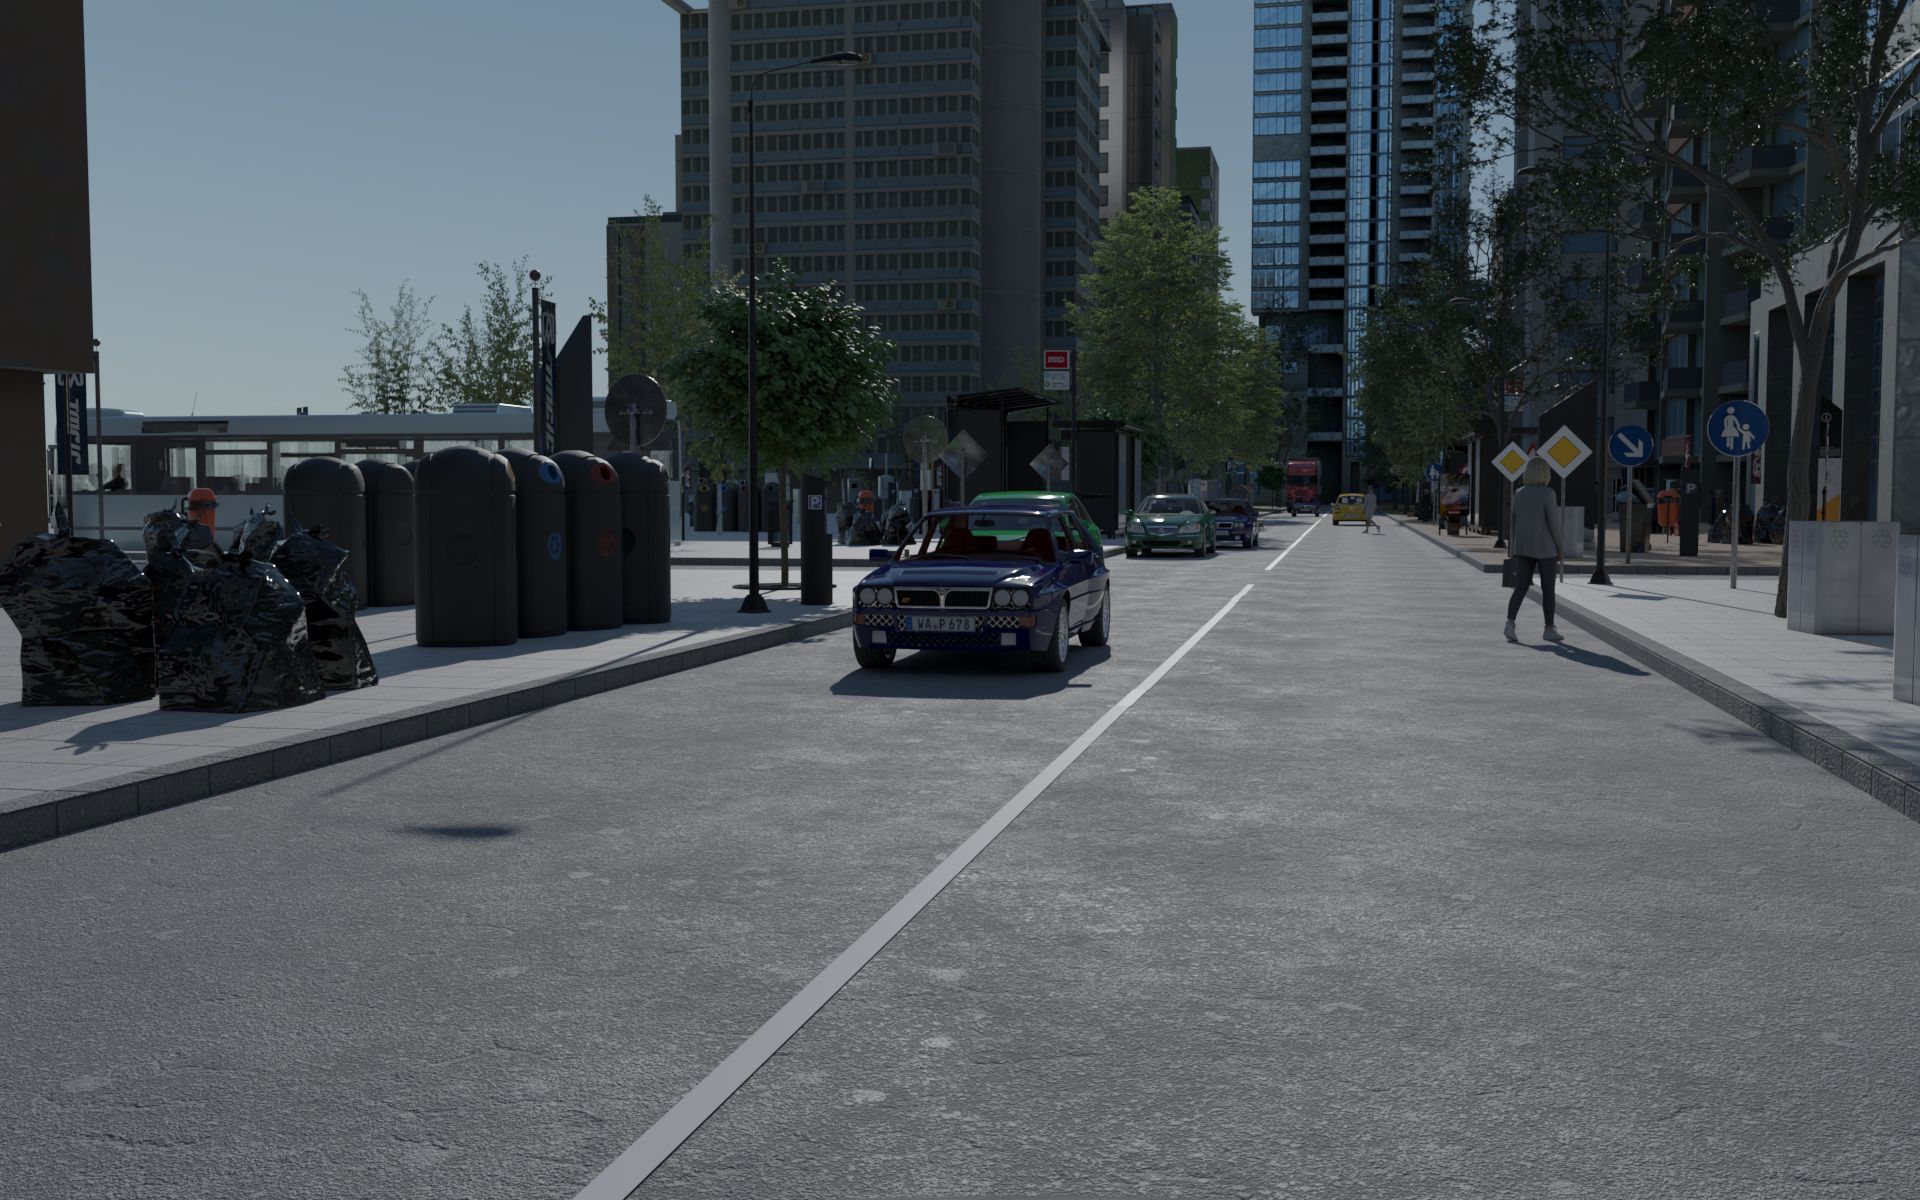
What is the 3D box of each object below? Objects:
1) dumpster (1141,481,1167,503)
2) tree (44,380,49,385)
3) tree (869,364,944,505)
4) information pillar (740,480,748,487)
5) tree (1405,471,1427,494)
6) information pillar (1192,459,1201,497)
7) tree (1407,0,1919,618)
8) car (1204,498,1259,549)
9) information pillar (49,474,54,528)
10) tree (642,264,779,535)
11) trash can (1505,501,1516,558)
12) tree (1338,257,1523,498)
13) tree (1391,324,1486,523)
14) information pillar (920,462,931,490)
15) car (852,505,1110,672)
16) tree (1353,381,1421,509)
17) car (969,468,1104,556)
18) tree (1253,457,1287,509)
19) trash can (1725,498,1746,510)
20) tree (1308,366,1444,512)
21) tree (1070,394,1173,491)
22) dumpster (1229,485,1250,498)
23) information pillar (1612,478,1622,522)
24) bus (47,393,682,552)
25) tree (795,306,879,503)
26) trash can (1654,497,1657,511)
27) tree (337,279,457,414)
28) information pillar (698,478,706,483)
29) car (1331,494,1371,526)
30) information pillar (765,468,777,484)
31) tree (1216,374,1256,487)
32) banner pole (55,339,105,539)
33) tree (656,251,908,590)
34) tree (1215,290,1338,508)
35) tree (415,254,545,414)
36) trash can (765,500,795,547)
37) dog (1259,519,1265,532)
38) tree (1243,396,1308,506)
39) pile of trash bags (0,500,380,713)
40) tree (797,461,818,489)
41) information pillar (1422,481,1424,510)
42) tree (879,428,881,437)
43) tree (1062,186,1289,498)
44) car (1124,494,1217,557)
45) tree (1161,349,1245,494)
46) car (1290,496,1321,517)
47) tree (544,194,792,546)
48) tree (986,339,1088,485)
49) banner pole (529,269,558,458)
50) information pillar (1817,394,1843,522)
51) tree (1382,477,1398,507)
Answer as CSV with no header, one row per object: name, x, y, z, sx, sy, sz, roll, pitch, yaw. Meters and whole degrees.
dumpster,7.986,-4.109,72.945,1.264,1.857,1.865,1,4,13
tree,-24.618,-5.671,43.077,4.737,8.622,4.395,0,3,0
tree,-3.336,-9.072,98.692,4.360,8.622,3.978,0,3,0
information pillar,-11.262,-5.250,90.328,0.304,2.012,0.304,1,4,20
tree,30.527,-7.369,115.088,1.663,3.219,1.824,0,3,0
information pillar,12.842,-6.270,93.863,0.504,3.616,0.183,0,4,-3
tree,8.454,-5.077,17.419,8.767,10.594,7.601,2,4,27
car,7.103,-2.086,46.687,1.945,1.354,3.894,1,4,13
information pillar,-33.821,-3.687,64.778,0.304,2.012,0.304,3,4,37
tree,-7.839,-6.375,54.590,4.360,8.622,3.978,0,3,0
trash can,10.904,-1.334,33.457,0.748,1.137,0.748,0,3,0
tree,24.774,-11.272,90.953,9.857,13.997,8.962,0,3,0
tree,20.924,-7.659,75.594,4.737,8.622,4.395,0,3,0
information pillar,-1.175,-4.175,59.624,0.183,3.616,0.504,-3,5,-40
car,0.275,-0.166,15.287,1.945,1.354,3.894,1,4,13
tree,36.861,-13.874,144.964,7.486,12.596,7.792,0,3,0
car,0.836,-0.873,23.068,1.959,1.807,4.718,1,4,12
tree,27.408,-10.259,151.453,4.285,4.588,4.351,0,3,0
trash can,26.954,-2.970,60.215,0.748,1.137,0.748,0,3,0
tree,32.813,-12.340,127.506,9.928,11.665,9.643,0,3,0
tree,5.245,-4.467,56.742,4.285,4.588,4.351,0,3,0
dumpster,17.343,-6.241,107.806,1.264,1.857,1.865,1,4,13
information pillar,29.698,-4.513,78.272,0.304,2.012,0.304,0,4,-8
bus,-12.308,-2.434,34.657,13.247,3.499,2.948,1,4,11
tree,-6.171,-6.969,64.301,4.737,8.622,4.395,0,3,0
trash can,30.591,-3.933,75.962,0.748,1.137,0.748,0,3,0
tree,-19.580,-6.700,59.902,4.360,8.622,3.978,0,3,0
information pillar,-11.805,-4.589,79.523,0.304,2.012,0.304,1,4,14
car,18.181,-4.284,80.267,2.015,1.641,3.980,1,4,14
information pillar,-7.322,-4.644,67.285,0.504,3.616,0.183,0,4,7
tree,19.504,-11.302,119.202,7.601,10.594,8.767,-2,4,-33
banner pole,-14.083,-2.314,27.843,0.863,3.779,0.401,-3,5,-39
tree,-2.441,-2.448,23.732,4.285,4.588,4.351,0,3,0
tree,29.338,-18.814,163.491,12.611,20.169,13.585,0,3,0
tree,-14.224,-6.292,53.242,4.737,8.622,4.395,0,3,0
trash can,-4.368,-1.859,42.044,0.748,1.137,0.748,0,3,0
dog,11.420,-2.869,66.192,0.540,0.507,0.406,1,4,21
tree,32.981,-15.495,179.090,9.928,11.665,9.643,0,3,0
pile of trash bags,-5.526,-0.096,11.317,3.447,1.369,1.912,1,4,17
tree,-8.657,-8.101,82.815,4.360,8.622,3.978,0,3,0
information pillar,26.208,-5.714,97.920,0.304,2.012,0.304,0,4,5
tree,-5.825,-7.477,72.603,4.737,8.622,4.395,0,3,0
tree,7.148,-8.966,64.726,7.486,12.596,7.792,0,3,0
car,5.013,-1.777,40.859,2.131,1.459,4.920,1,4,13
tree,11.386,-8.158,83.738,4.737,8.622,4.395,0,3,0
car,22.109,-6.005,110.760,1.945,1.354,3.894,1,4,12
tree,-7.020,-5.635,42.497,4.737,8.622,4.395,0,3,0
tree,2.888,-8.073,82.361,4.737,8.622,4.395,0,3,0
banner pole,-4.707,-1.812,19.644,0.401,3.779,0.863,0,4,8
information pillar,20.178,-2.989,40.220,0.504,3.616,0.183,2,4,28
tree,42.252,-10.770,170.696,1.663,3.219,1.824,0,3,0
